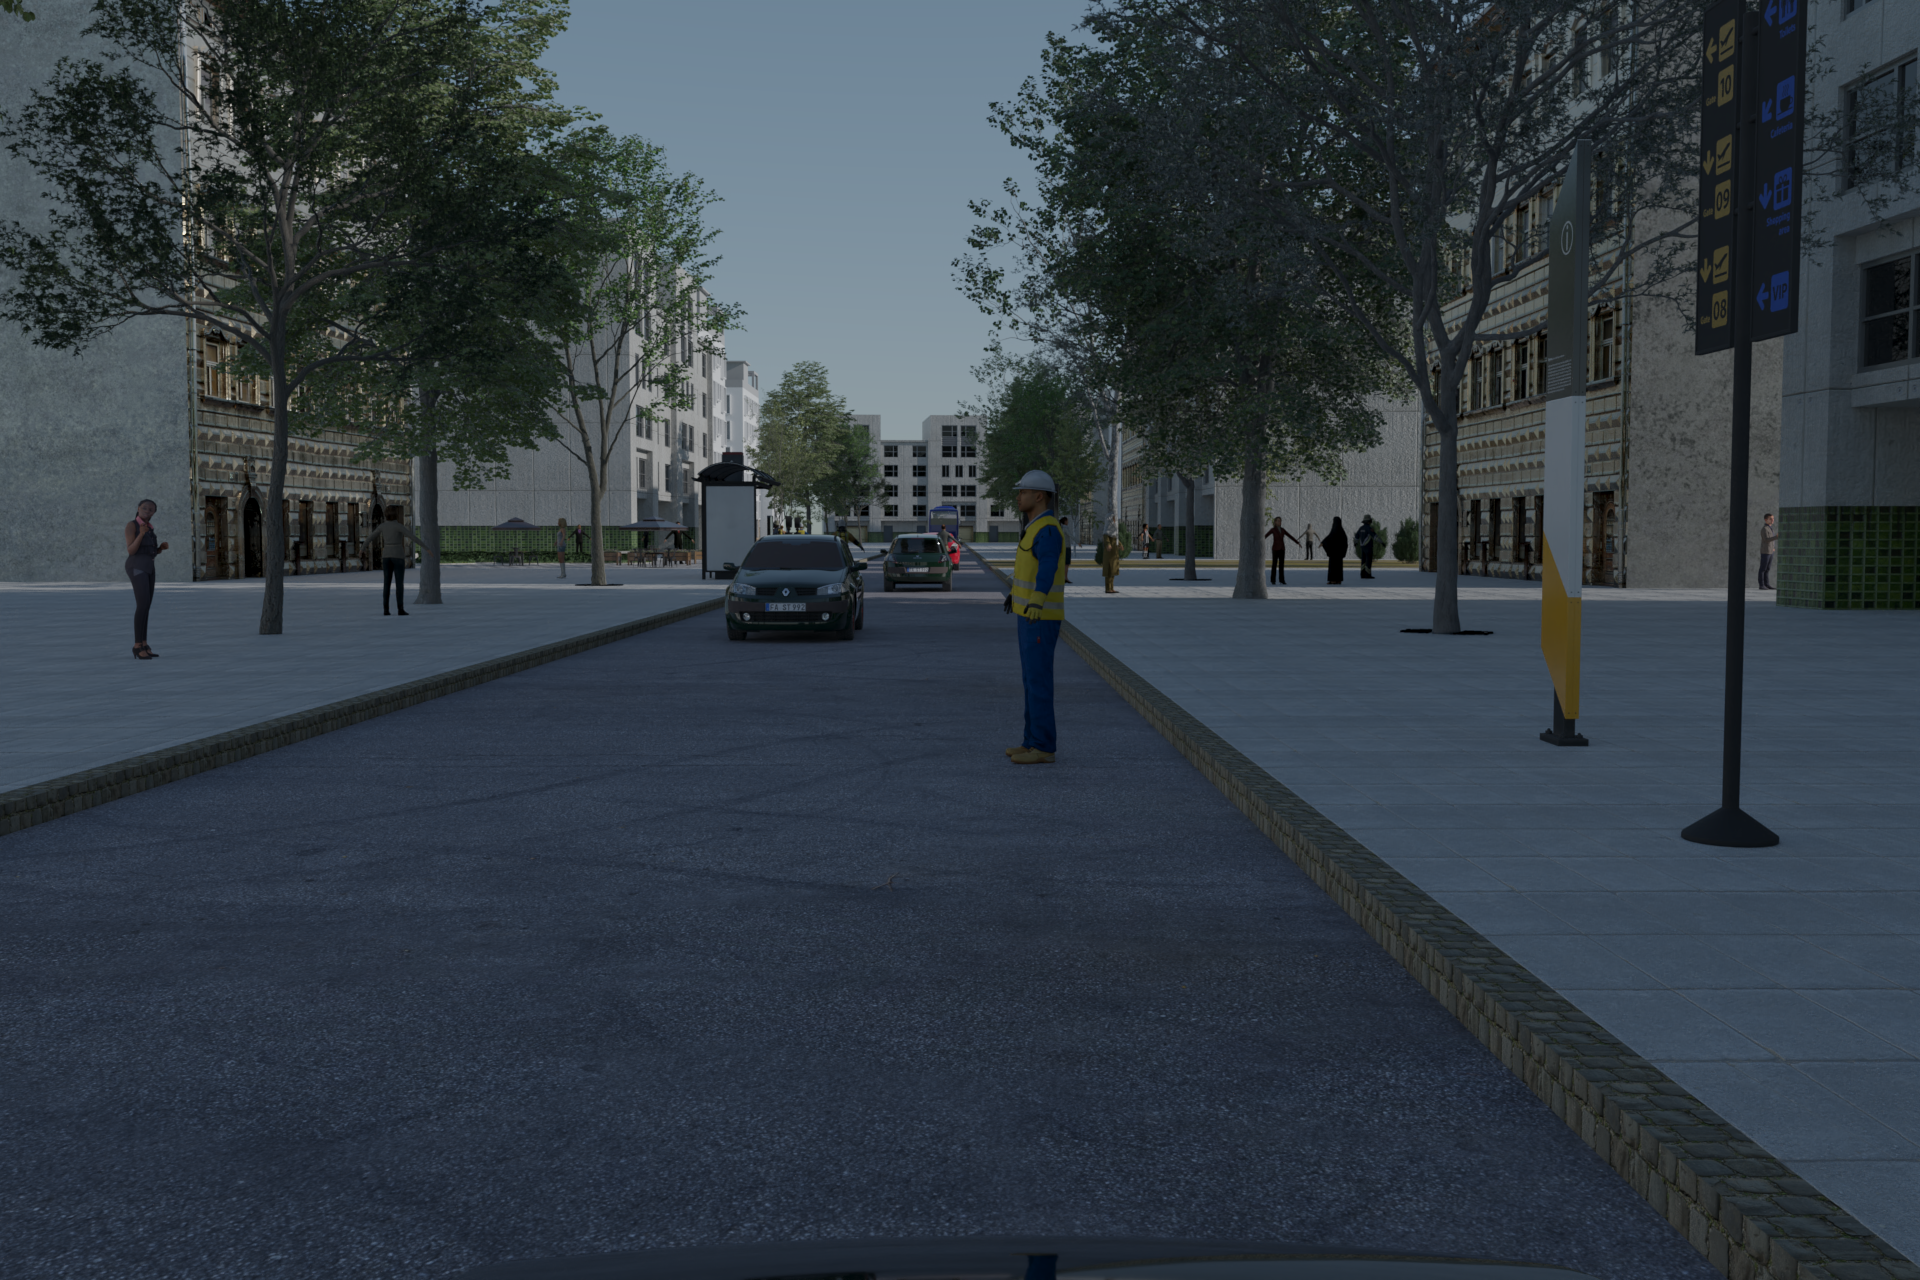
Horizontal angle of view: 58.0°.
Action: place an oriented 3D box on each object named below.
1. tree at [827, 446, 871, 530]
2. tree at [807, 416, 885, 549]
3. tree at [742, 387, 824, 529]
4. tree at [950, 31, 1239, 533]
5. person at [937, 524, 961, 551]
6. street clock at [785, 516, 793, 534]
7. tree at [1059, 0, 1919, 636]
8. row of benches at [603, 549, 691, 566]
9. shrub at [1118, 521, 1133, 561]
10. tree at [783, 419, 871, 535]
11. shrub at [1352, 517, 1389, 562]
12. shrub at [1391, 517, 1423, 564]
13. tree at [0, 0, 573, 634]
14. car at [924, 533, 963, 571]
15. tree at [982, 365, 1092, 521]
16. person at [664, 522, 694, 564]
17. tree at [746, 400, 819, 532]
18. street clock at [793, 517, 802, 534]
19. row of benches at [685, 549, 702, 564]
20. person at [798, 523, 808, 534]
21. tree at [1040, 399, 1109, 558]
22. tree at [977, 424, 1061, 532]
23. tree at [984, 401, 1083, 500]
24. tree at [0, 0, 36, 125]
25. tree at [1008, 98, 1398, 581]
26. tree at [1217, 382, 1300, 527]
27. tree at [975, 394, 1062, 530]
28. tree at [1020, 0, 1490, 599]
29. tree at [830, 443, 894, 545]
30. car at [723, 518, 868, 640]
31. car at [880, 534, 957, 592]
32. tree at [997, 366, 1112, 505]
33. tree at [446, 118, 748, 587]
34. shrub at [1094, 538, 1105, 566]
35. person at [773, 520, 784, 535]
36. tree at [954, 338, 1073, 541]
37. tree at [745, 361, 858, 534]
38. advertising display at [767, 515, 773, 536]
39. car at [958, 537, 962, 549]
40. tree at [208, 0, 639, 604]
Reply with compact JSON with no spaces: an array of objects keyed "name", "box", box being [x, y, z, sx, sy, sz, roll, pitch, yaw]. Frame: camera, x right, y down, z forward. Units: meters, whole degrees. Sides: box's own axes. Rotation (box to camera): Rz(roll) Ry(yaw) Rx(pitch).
[{"name":"tree","box":[-9.834,-11.645,140.752,4.360,8.622,3.978,0,3,0]},{"name":"tree","box":[-10.040,-13.769,150.878,9.928,11.665,9.643,0,3,0]},{"name":"tree","box":[-9.187,-8.373,87.260,4.360,8.622,3.978,0,3,0]},{"name":"tree","box":[5.540,-12.780,64.837,12.611,20.169,13.585,0,3,0]},{"name":"person","box":[-0.626,-3.512,66.144,1.348,1.796,0.705,0,4,6]},{"name":"street clock","box":[-6.775,-3.917,68.609,0.358,2.002,0.471,0,4,1]},{"name":"tree","box":[6.171,-6.814,21.779,12.009,13.543,11.850,0,3,0]},{"name":"row of benches","box":[-12.943,-3.391,70.911,4.104,0.672,1.422,0,4,1]},{"name":"shrub","box":[7.566,-4.844,83.612,1.690,2.028,1.600,0,3,0]},{"name":"tree","box":[-10.307,-12.012,130.809,7.601,10.594,8.767,0,4,-6]},{"name":"shrub","box":[18.802,-4.601,79.266,1.661,2.075,1.752,0,3,0]},{"name":"shrub","box":[19.539,-4.351,75.185,1.661,2.075,1.752,0,3,0]},{"name":"tree","box":[-8.500,-5.355,21.968,7.601,10.594,8.767,-1,4,-19]},{"name":"car","box":[-0.931,-3.684,69.281,2.155,1.783,4.494,0,4,-1]},{"name":"tree","box":[4.898,-12.131,116.476,7.486,12.596,7.792,0,3,0]},{"name":"person","box":[-11.905,-4.100,73.228,1.347,1.806,0.705,-2,4,-29]},{"name":"tree","box":[-9.397,-8.751,93.440,4.737,8.622,4.395,0,3,0]},{"name":"street clock","box":[-6.967,-4.261,74.239,0.358,2.002,0.471,0,4,1]},{"name":"row of benches","box":[-10.297,-3.687,75.741,1.422,0.672,4.104,3,4,38]},{"name":"person","box":[-7.303,-4.471,79.568,1.216,1.772,0.721,-1,4,-9]},{"name":"tree","box":[6.272,-8.779,93.896,4.737,8.622,4.395,0,3,0]},{"name":"tree","box":[5.225,-13.552,147.331,9.928,11.665,9.643,0,3,0]},{"name":"tree","box":[5.602,-12.408,128.622,9.928,11.665,9.643,0,3,0]},{"name":"tree","box":[-9.040,-3.819,12.799,4.737,8.622,4.395,0,3,0]},{"name":"tree","box":[6.267,-8.379,47.371,12.009,13.543,11.850,0,3,0]},{"name":"tree","box":[13.271,-7.789,77.714,4.737,8.622,4.395,0,3,0]},{"name":"tree","box":[5.066,-13.511,139.029,7.486,12.596,7.792,0,3,0]},{"name":"tree","box":[5.791,-7.804,34.257,9.857,13.997,8.962,0,3,0]},{"name":"tree","box":[-9.736,-14.117,165.218,7.601,10.594,8.767,2,4,32]},{"name":"car","box":[-2.290,-0.906,24.601,2.009,1.686,4.222,0,4,0]},{"name":"car","box":[-1.065,-2.112,44.323,2.009,1.686,4.222,0,4,-1]},{"name":"tree","box":[5.770,-10.975,105.194,9.928,11.665,9.643,0,3,0]},{"name":"tree","box":[-8.978,-7.150,42.652,9.928,11.665,9.643,0,3,0]},{"name":"shrub","box":[5.843,-3.581,69.671,1.383,1.207,1.383,0,3,0]},{"name":"person","box":[-7.621,-4.031,71.690,0.705,1.856,1.354,2,4,32]},{"name":"tree","box":[5.470,-19.040,167.194,12.611,20.169,13.585,0,3,0]},{"name":"tree","box":[-10.336,-11.960,113.679,7.486,12.596,7.792,0,3,0]},{"name":"advertising display","box":[-6.568,-3.350,59.979,0.123,1.923,0.974,0,3,0]},{"name":"car","box":[-0.750,-9.860,170.996,2.009,1.686,4.222,0,4,-2]},{"name":"tree","box":[-9.885,-6.959,31.902,7.486,12.596,7.792,0,3,0]}]
